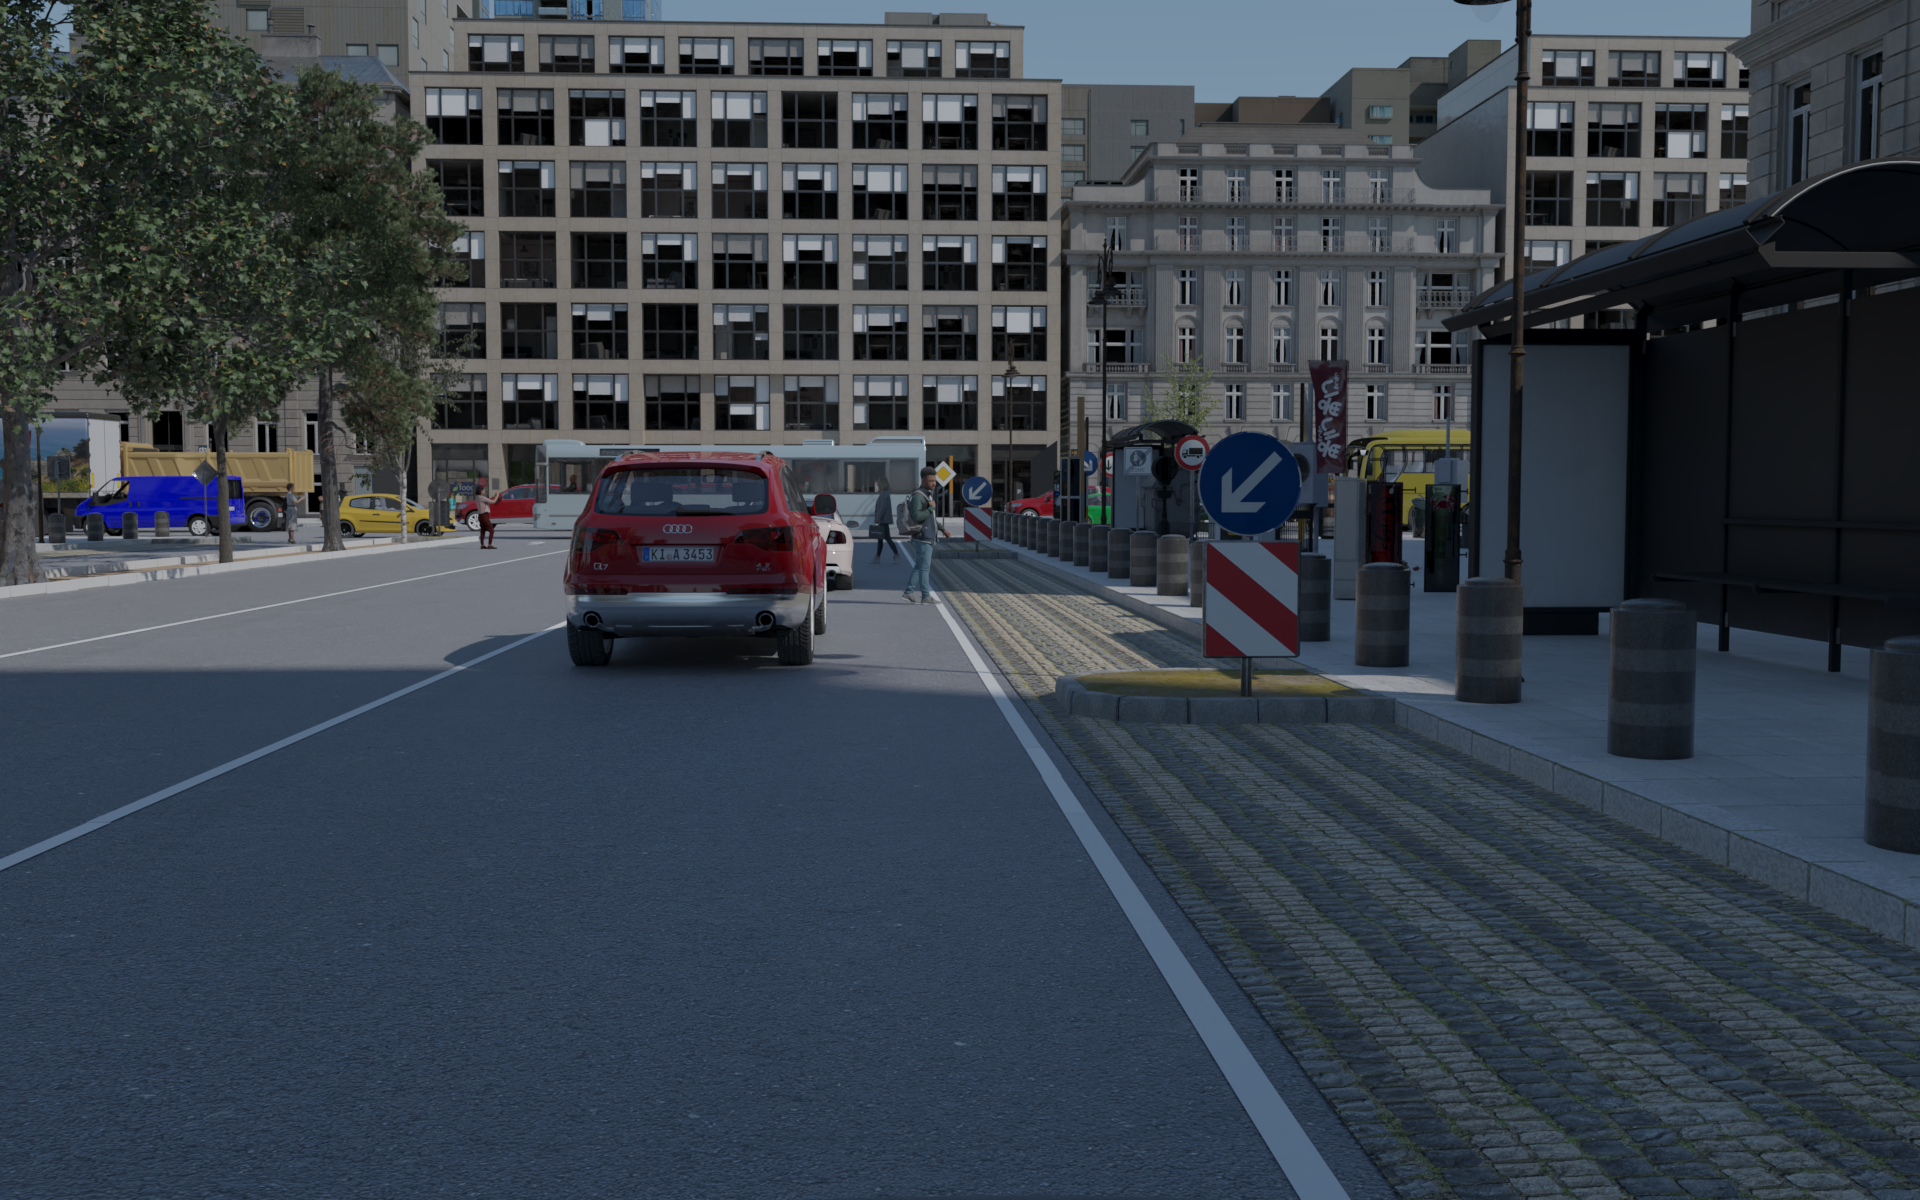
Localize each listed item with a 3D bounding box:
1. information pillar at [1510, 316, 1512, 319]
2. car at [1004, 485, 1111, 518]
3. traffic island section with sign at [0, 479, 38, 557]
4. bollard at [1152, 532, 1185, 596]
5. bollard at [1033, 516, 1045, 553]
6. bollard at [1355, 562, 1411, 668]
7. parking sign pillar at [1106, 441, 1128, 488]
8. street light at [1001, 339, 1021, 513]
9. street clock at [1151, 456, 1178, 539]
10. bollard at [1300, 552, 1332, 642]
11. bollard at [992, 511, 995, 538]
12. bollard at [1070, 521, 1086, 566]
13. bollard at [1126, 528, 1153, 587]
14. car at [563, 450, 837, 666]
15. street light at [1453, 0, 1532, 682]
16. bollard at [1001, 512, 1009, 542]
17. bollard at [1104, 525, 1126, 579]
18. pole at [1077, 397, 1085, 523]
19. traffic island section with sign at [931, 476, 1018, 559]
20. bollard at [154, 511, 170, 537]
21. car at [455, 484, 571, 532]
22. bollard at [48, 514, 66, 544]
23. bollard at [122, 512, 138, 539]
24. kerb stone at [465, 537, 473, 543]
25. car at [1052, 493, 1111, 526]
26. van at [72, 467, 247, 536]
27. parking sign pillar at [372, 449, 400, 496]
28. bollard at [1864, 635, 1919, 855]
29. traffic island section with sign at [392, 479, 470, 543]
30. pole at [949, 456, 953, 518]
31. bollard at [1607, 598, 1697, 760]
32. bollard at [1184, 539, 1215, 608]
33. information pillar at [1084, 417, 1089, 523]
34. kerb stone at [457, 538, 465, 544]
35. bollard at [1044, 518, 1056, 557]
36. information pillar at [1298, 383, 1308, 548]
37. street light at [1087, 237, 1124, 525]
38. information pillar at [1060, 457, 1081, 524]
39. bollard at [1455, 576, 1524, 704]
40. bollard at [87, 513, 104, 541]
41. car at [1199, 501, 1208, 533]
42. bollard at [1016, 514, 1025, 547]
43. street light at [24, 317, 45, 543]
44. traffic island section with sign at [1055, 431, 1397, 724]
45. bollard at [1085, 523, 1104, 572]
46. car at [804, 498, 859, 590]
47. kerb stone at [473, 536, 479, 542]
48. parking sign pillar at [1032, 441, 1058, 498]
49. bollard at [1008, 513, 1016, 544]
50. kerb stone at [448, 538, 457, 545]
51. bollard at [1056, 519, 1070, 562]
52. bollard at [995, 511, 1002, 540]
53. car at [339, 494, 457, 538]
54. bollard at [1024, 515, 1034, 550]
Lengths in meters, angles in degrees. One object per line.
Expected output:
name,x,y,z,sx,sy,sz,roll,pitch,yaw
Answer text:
information pillar,7.190,-1.932,22.951,0.183,3.616,0.504,-1,4,-15
car,4.572,-4.111,75.893,5.304,1.827,2.281,0,4,-4
traffic island section with sign,-21.197,-1.763,37.457,1.989,1.847,2.006,0,4,-3
bollard,2.693,-0.440,21.917,0.404,0.777,0.398,0,3,0
bollard,1.862,-1.396,37.541,0.404,0.777,0.398,0,3,0
bollard,3.168,0.106,12.977,0.404,0.777,0.398,0,3,0
parking sign pillar,7.850,-6.023,86.944,1.447,3.967,1.447,-2,4,-29
street light,1.512,-4.820,51.597,0.468,5.910,1.993,0,4,-3
street clock,3.917,-1.750,33.180,0.471,2.002,0.358,-1,4,-13
bollard,3.054,-0.030,15.204,0.404,0.777,0.398,0,3,0
bollard,1.150,-2.215,50.928,0.404,0.777,0.398,0,3,0
bollard,2.220,-0.987,30.857,0.404,0.777,0.398,0,3,0
bollard,2.574,-0.577,24.153,0.404,0.777,0.398,0,3,0
car,-2.301,-0.449,16.017,2.281,1.827,5.304,0,4,-2
street light,3.772,-2.379,11.685,0.468,5.910,1.993,0,4,-3
bollard,1.386,-1.941,46.450,0.404,0.777,0.398,0,3,0
bollard,2.455,-0.714,26.399,0.404,0.777,0.398,0,3,0
pole,2.534,-2.602,36.381,0.158,3.312,0.155,0,3,0
traffic island section with sign,0.237,-1.844,38.780,1.989,1.847,2.006,0,4,-3
bollard,-23.833,-2.264,51.732,0.404,0.777,0.398,0,3,0
car,-16.857,-3.573,67.095,5.304,1.827,2.281,0,4,-3
bollard,-23.480,-1.854,45.032,0.404,0.777,0.398,0,3,0
bollard,-23.715,-2.127,49.494,0.404,0.777,0.398,0,3,0
kerb stone,-14.617,-1.765,51.120,0.120,0.150,1.000,0,4,-3
car,5.819,-3.422,64.739,4.718,1.807,1.959,0,4,-2
van,-26.797,-3.274,57.907,5.245,2.365,2.240,0,4,-3
parking sign pillar,-28.575,-5.977,86.194,1.447,3.967,1.447,-2,4,-24
bollard,3.522,0.515,6.295,0.404,0.777,0.398,0,3,0
traffic island section with sign,-15.685,-2.661,51.647,2.006,1.907,1.989,0,4,-3
pole,-0.483,-6.025,92.354,0.158,3.312,0.155,0,3,0
bollard,3.404,0.379,8.524,0.404,0.777,0.398,0,3,0
bollard,2.815,-0.303,19.673,0.404,0.777,0.398,0,3,0
information pillar,3.806,-3.748,52.637,0.183,3.616,0.504,-1,4,-12
kerb stone,-14.554,-1.703,50.093,0.120,0.150,1.000,0,4,-3
bollard,1.982,-1.260,35.314,0.404,0.777,0.398,0,3,0
information pillar,7.271,-2.773,36.695,0.183,3.616,0.504,1,4,21
street light,2.621,-3.588,31.449,0.468,5.910,1.993,0,4,-3
information pillar,2.197,-1.829,34.388,0.304,2.012,0.304,-2,4,-30
bollard,3.284,0.243,10.750,0.404,0.777,0.398,0,3,0
bollard,-23.601,-1.991,47.264,0.404,0.777,0.398,0,3,0
car,7.621,-3.012,59.031,4.222,1.686,2.009,0,4,-3
bollard,1.625,-1.669,41.997,0.404,0.777,0.398,0,3,0
street light,-23.892,-4.409,44.873,0.468,5.910,1.993,0,4,-3
traffic island section with sign,1.679,-0.186,11.667,1.989,1.847,2.006,0,4,-3
bollard,2.331,-0.851,28.630,0.404,0.777,0.398,0,3,0
car,-2.614,-0.905,27.153,2.083,1.381,4.827,0,4,-4
kerb stone,-14.663,-1.832,52.145,0.120,0.150,1.000,0,4,-3
parking sign pillar,4.297,-6.056,87.487,1.447,3.967,1.447,1,4,15
bollard,1.506,-1.805,44.224,0.404,0.777,0.398,0,3,0
kerb stone,-14.497,-1.644,49.068,0.120,0.150,1.000,0,4,-3
bollard,2.099,-1.123,33.084,0.404,0.777,0.398,0,3,0
bollard,1.266,-2.078,48.690,0.404,0.777,0.398,0,3,0
car,-18.647,-2.864,57.058,3.980,1.641,2.015,0,4,-4
bollard,1.744,-1.532,39.770,0.404,0.777,0.398,0,3,0
